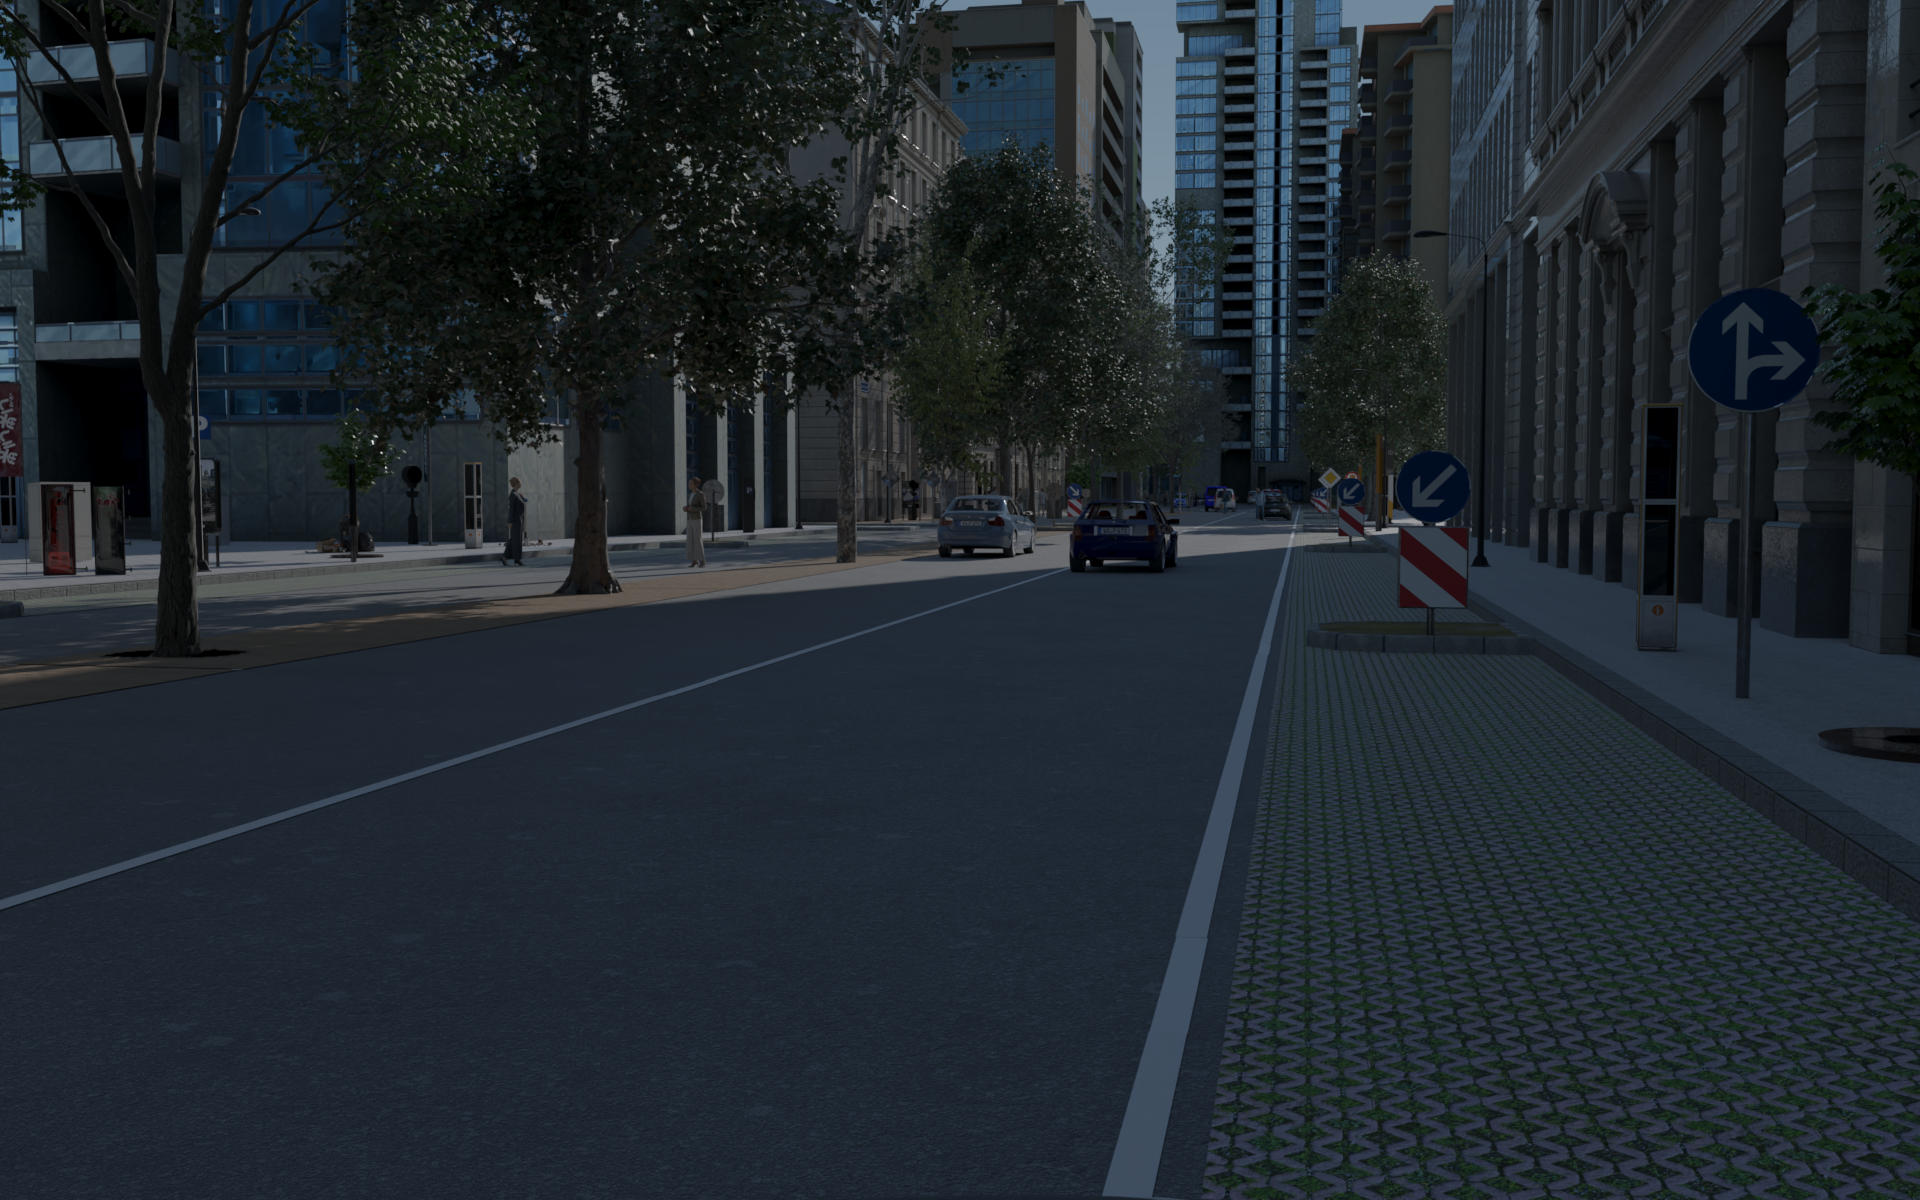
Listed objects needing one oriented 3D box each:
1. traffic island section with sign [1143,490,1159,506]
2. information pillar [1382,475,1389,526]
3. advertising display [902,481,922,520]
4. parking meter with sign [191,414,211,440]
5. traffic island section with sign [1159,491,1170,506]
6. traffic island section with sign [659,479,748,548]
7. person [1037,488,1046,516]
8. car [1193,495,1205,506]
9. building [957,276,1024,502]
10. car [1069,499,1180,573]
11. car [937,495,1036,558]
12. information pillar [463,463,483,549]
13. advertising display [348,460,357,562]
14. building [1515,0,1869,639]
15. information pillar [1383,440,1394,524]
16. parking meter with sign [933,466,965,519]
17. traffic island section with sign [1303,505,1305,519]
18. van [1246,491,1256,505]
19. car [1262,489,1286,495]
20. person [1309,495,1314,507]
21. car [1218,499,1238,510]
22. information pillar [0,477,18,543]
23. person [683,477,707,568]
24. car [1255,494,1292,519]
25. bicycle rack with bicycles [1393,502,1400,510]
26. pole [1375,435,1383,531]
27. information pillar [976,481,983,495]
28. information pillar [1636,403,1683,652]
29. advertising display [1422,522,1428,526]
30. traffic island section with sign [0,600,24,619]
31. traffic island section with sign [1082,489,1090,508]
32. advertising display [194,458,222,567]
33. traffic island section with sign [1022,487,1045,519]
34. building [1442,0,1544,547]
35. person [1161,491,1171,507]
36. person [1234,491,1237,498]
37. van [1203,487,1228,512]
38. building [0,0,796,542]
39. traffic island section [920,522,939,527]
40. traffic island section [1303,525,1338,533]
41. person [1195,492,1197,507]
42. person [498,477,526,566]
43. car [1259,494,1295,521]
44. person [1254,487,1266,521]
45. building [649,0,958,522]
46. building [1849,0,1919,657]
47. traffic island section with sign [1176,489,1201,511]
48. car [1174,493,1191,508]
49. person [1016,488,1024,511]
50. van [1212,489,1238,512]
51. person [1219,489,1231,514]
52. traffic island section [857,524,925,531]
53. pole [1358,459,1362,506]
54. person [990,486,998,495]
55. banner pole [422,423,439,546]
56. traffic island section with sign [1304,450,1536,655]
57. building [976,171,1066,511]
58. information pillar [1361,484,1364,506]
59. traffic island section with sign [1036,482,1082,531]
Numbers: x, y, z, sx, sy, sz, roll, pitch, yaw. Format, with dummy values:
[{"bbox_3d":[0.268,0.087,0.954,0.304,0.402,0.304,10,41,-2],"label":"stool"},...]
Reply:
[{"bbox_3d":[18.866,-10.229,175.876,1.989,1.847,2.006,1,4,11],"label":"traffic island section with sign"},{"bbox_3d":[16.007,-3.723,65.359,0.304,2.012,0.304,0,4,8],"label":"information pillar"},{"bbox_3d":[-2.359,-4.861,84.693,0.974,1.923,0.123,1,4,8],"label":"advertising display"},{"bbox_3d":[-17.063,-2.596,38.698,0.543,3.016,1.738,-2,4,-27],"label":"parking meter with sign"},{"bbox_3d":[24.111,-11.847,202.318,1.989,1.847,2.006,1,4,11],"label":"traffic island section with sign"},{"bbox_3d":[-6.760,-2.307,46.344,1.989,1.847,2.006,1,4,11],"label":"traffic island section with sign"},{"bbox_3d":[5.003,-6.013,107.008,0.606,1.804,0.583,-3,4,-36],"label":"person"},{"bbox_3d":[28.256,-11.654,203.116,1.945,1.354,3.894,1,4,12],"label":"car"},{"bbox_3d":[-2.016,-15.138,112.142,10.561,19.102,19.286,1,4,11],"label":"building"},{"bbox_3d":[3.159,-1.246,32.953,1.945,1.354,3.894,1,4,12],"label":"car"},{"bbox_3d":[0.641,-1.742,40.492,2.014,1.417,4.499,1,4,11],"label":"car"},{"bbox_3d":[-11.394,-2.204,40.530,0.304,2.012,0.304,1,4,15],"label":"information pillar"},{"bbox_3d":[-11.535,-1.693,32.897,0.123,1.923,0.974,-1,4,-19],"label":"advertising display"},{"bbox_3d":[13.931,-11.864,22.850,11.050,23.489,19.941,1,4,11],"label":"building"},{"bbox_3d":[18.381,-5.078,74.380,0.504,3.616,0.183,-1,4,-9],"label":"information pillar"},{"bbox_3d":[-0.536,-5.774,90.666,1.738,3.016,0.543,-1,4,-22],"label":"parking meter with sign"},{"bbox_3d":[9.543,-2.093,42.846,1.989,1.847,2.006,1,4,11],"label":"traffic island section with sign"},{"bbox_3d":[37.550,-13.090,221.027,2.013,2.044,4.112,1,4,10],"label":"van"},{"bbox_3d":[24.664,-7.855,137.101,2.281,1.827,5.304,1,4,12],"label":"car"},{"bbox_3d":[37.226,-10.602,182.369,0.721,1.766,1.217,-2,4,-34],"label":"person"},{"bbox_3d":[23.927,-8.906,155.392,2.009,1.686,4.222,1,4,11],"label":"car"},{"bbox_3d":[-24.911,-2.498,45.329,0.304,2.012,0.304,0,4,-1],"label":"information pillar"},{"bbox_3d":[-5.219,-1.518,33.877,0.519,1.759,0.362,3,5,43],"label":"person"},{"bbox_3d":[18.229,-5.452,100.946,2.131,1.459,4.920,1,4,12],"label":"car"},{"bbox_3d":[35.050,-7.622,137.995,2.852,0.926,2.925,-3,5,-40],"label":"bicycle rack with bicycles"},{"bbox_3d":[14.391,-4.012,59.443,0.158,3.312,0.155,0,3,0],"label":"pole"},{"bbox_3d":[1.060,-5.669,97.188,0.304,2.012,0.304,0,4,4],"label":"information pillar"},{"bbox_3d":[5.723,-0.593,14.184,0.304,2.012,0.304,1,4,18],"label":"information pillar"},{"bbox_3d":[11.068,-2.192,41.057,0.123,1.923,0.974,1,4,22],"label":"advertising display"},{"bbox_3d":[-12.006,-0.687,19.855,1.989,1.847,2.006,1,4,11],"label":"traffic island section with sign"},{"bbox_3d":[9.271,-7.261,127.350,1.989,1.847,2.006,1,4,11],"label":"traffic island section with sign"},{"bbox_3d":[-13.555,-1.564,30.782,0.974,1.923,0.123,1,4,20],"label":"advertising display"},{"bbox_3d":[3.894,-5.600,100.181,1.989,1.847,2.006,1,4,11],"label":"traffic island section with sign"},{"bbox_3d":[20.073,-16.469,46.753,11.434,29.767,29.804,1,4,11],"label":"building"},{"bbox_3d":[22.911,-11.237,192.940,1.217,1.736,0.721,-1,4,-20],"label":"person"},{"bbox_3d":[33.181,-12.208,208.552,0.568,1.767,0.683,0,4,-3],"label":"person"},{"bbox_3d":[21.053,-8.417,142.001,2.240,2.365,5.245,1,4,9],"label":"van"},{"bbox_3d":[-23.697,-45.468,56.067,31.000,86.520,22.319,1,4,11],"label":"building"},{"bbox_3d":[-1.213,-3.292,76.108,2.009,0.180,2.903,1,4,11],"label":"traffic island section"},{"bbox_3d":[13.905,-2.612,64.983,2.009,0.180,2.903,1,4,11],"label":"traffic island section"},{"bbox_3d":[26.748,-11.401,195.625,0.721,1.735,1.217,1,4,11],"label":"person"},{"bbox_3d":[-8.868,-1.557,34.383,0.534,1.772,0.576,-2,4,-31],"label":"person"},{"bbox_3d":[17.251,-5.189,94.621,2.009,1.686,4.222,1,4,12],"label":"car"},{"bbox_3d":[15.689,-5.001,90.534,0.793,1.790,0.793,-2,4,-25],"label":"person"},{"bbox_3d":[-7.922,-17.933,90.473,12.463,27.353,25.104,1,4,11],"label":"building"},{"bbox_3d":[10.986,-9.178,4.805,10.420,20.320,16.860,1,4,11],"label":"building"},{"bbox_3d":[19.599,-8.569,148.246,2.006,1.907,1.989,1,4,11],"label":"traffic island section with sign"},{"bbox_3d":[23.233,-10.519,181.569,1.945,1.707,3.694,1,4,12],"label":"car"},{"bbox_3d":[3.092,-4.964,90.218,0.362,1.759,0.519,-2,4,-26],"label":"person"},{"bbox_3d":[21.000,-7.963,137.198,2.013,2.044,4.112,1,4,10],"label":"van"},{"bbox_3d":[18.882,-7.041,123.598,0.794,1.824,0.713,-2,4,-35],"label":"person"},{"bbox_3d":[-2.763,-2.813,68.275,2.009,0.180,2.903,1,4,11],"label":"traffic island section"},{"bbox_3d":[22.777,-6.412,98.673,0.158,3.312,0.155,0,3,0],"label":"pole"},{"bbox_3d":[1.698,-4.487,82.060,0.606,1.804,0.583,3,5,44],"label":"person"},{"bbox_3d":[-13.252,-3.245,43.071,0.401,3.779,0.863,-2,4,-28],"label":"banner pole"},{"bbox_3d":[4.308,-0.475,16.402,1.989,1.847,2.006,1,4,11],"label":"traffic island section with sign"},{"bbox_3d":[1.020,-20.622,134.430,12.463,27.353,25.104,1,4,11],"label":"building"},{"bbox_3d":[28.079,-7.148,121.367,0.304,2.012,0.304,2,4,33],"label":"information pillar"},{"bbox_3d":[3.570,-3.616,67.265,2.006,1.907,1.989,1,4,11],"label":"traffic island section with sign"}]
